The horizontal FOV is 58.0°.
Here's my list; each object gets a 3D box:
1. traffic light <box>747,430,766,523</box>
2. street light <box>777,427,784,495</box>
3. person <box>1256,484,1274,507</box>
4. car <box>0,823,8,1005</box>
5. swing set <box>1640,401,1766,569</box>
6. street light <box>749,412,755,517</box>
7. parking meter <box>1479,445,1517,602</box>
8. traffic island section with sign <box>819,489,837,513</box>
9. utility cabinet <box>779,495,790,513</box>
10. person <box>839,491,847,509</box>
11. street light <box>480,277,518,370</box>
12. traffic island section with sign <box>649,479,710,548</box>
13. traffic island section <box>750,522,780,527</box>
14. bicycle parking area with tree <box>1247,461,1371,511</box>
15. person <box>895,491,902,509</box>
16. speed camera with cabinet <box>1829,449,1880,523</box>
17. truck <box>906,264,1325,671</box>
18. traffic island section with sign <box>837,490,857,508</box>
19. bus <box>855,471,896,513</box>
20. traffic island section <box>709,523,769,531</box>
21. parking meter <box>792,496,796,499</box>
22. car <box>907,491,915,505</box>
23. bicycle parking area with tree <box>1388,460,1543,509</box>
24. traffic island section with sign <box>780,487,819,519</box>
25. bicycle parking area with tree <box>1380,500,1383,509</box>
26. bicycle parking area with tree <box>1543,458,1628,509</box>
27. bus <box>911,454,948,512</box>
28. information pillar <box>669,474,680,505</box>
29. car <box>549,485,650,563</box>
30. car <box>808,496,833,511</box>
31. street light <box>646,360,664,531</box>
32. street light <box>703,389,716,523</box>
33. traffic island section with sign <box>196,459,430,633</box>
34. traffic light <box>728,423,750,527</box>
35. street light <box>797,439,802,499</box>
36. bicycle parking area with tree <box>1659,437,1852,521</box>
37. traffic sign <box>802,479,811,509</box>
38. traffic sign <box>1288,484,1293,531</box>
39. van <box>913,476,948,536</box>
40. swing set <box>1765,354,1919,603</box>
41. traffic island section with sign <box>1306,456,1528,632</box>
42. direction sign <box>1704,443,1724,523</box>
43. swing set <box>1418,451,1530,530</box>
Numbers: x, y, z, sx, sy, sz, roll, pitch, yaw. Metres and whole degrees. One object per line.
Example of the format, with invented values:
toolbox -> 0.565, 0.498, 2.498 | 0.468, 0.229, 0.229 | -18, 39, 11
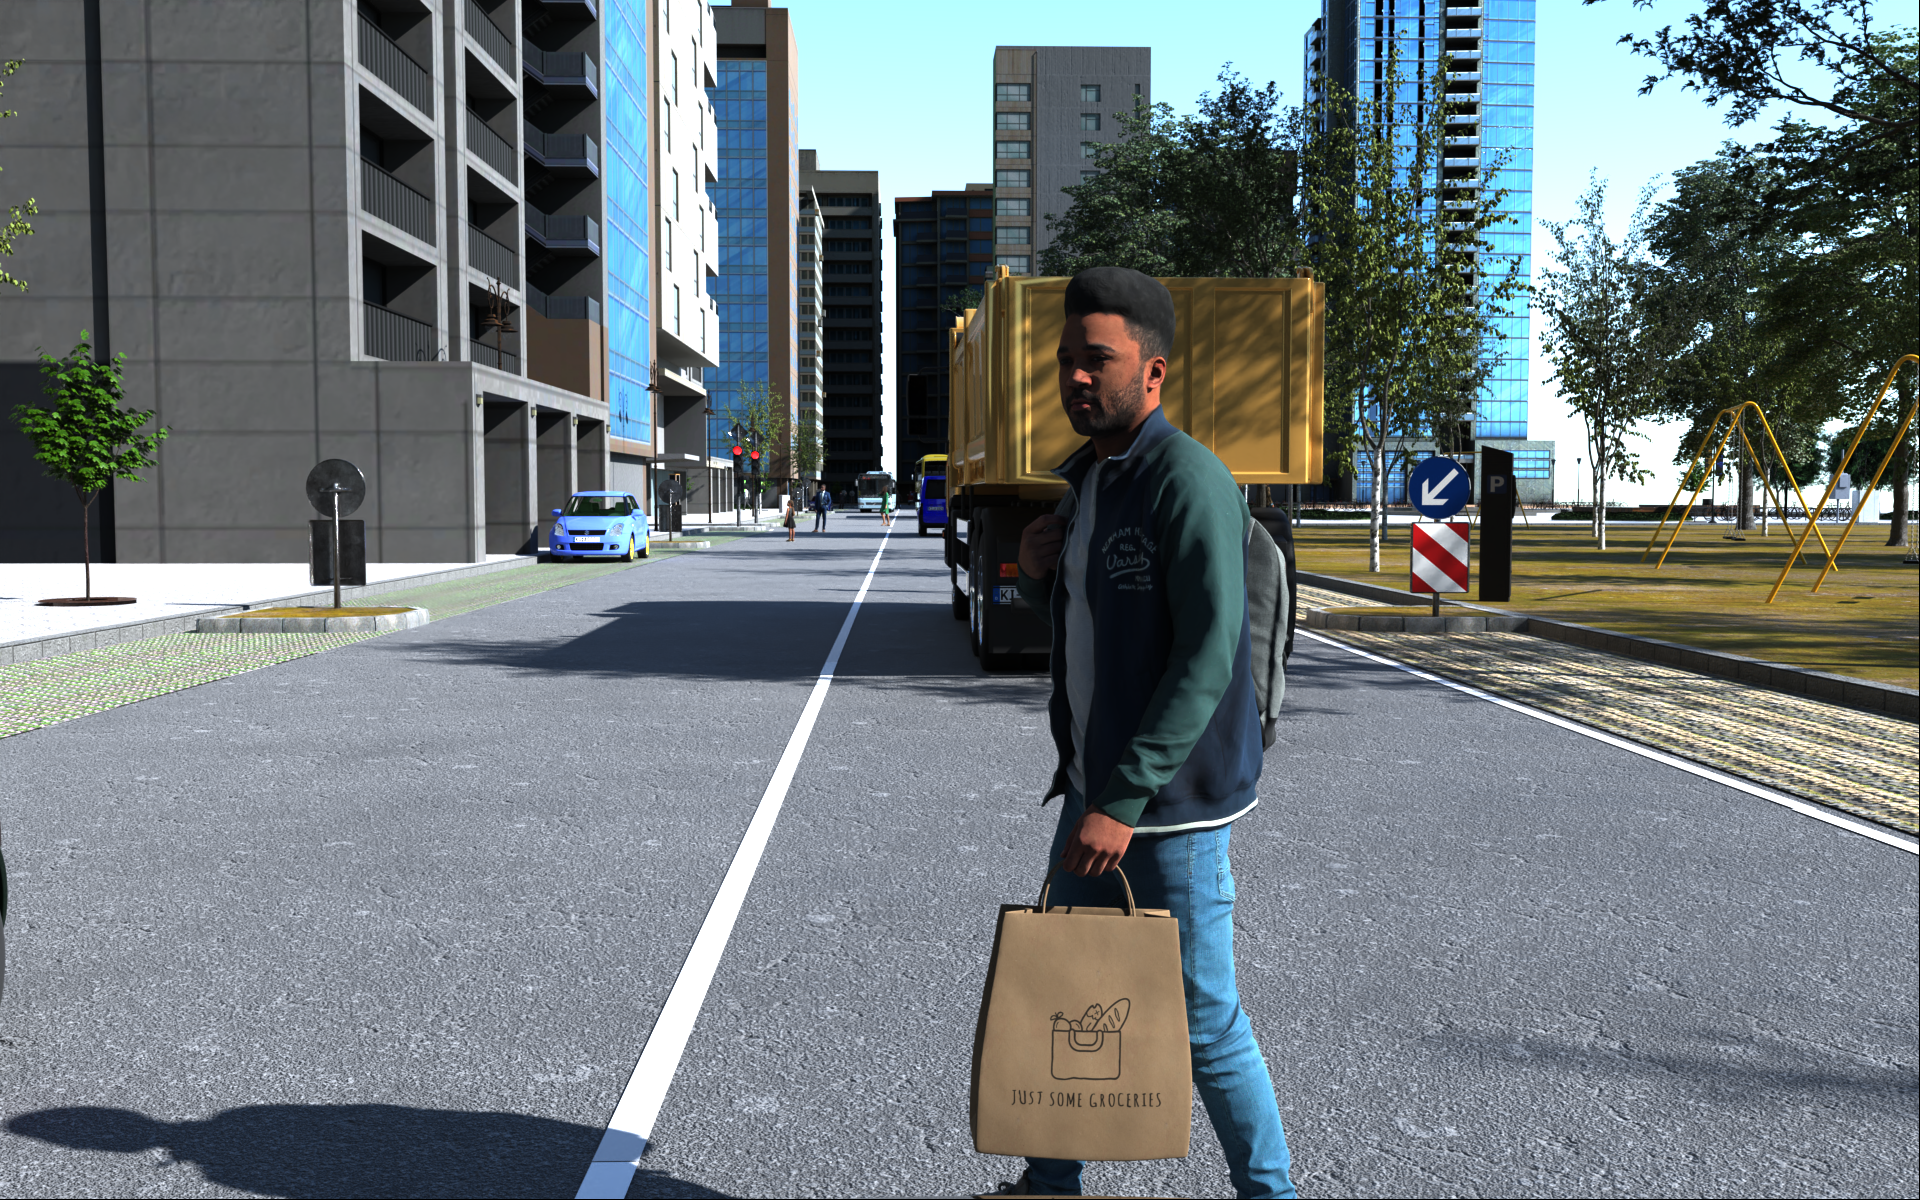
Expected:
traffic light -> -8.959, -5.337, 76.175 | 0.839, 4.253, 0.868 | 0, 4, -2
street light -> -12.440, -9.012, 120.132 | 0.468, 5.910, 1.993 | 0, 4, -2
person -> 10.482, -3.279, 59.559 | 0.656, 1.842, 0.836 | 1, 4, 18
car -> -3.149, 0.444, 2.527 | 2.009, 1.686, 4.222 | 0, 4, -1
swing set -> 13.766, -2.029, 30.788 | 2.862, 2.851, 3.119 | 1, 4, 17
street light -> -11.754, -7.673, 98.242 | 0.468, 5.910, 1.993 | 0, 4, -2
parking meter -> 6.425, -0.916, 20.684 | 0.399, 1.863, 0.255 | 1, 4, 21
traffic island section with sign -> -10.317, -7.328, 128.436 | 1.989, 1.847, 2.006 | 0, 4, -2
utility cabinet -> -12.024, -6.578, 118.713 | 0.306, 1.237, 1.020 | 2, 4, 26
person -> -11.150, -9.482, 164.329 | 0.742, 1.727, 0.445 | -2, 4, -29
street light -> -9.821, -3.929, 37.028 | 0.468, 5.910, 1.993 | 0, 4, -2
traffic island section with sign -> -7.730, -2.301, 46.250 | 1.989, 1.847, 2.006 | 0, 4, -2
traffic island section -> -9.000, -3.304, 76.308 | 2.009, 0.180, 2.903 | 0, 4, -2
bicycle parking area with tree -> 26.610, -9.043, 134.854 | 9.016, 4.147, 8.231 | 0, 4, 0
person -> -6.009, -9.648, 166.798 | 0.990, 1.755, 0.434 | 1, 4, 16
speed camera with cabinet -> 39.746, -5.053, 76.958 | 2.038, 3.252, 0.660 | 0, 4, -3
truck -> 1.241, -1.332, 17.705 | 3.469, 3.379, 9.791 | 0, 4, -3
traffic island section with sign -> -11.878, -10.361, 178.027 | 1.989, 1.847, 2.006 | 0, 4, -2
bus -> -6.482, -8.629, 135.946 | 2.948, 3.499, 13.247 | 0, 4, -1
traffic island section -> -8.749, -2.816, 68.327 | 2.009, 0.180, 2.903 | 0, 4, -2
parking meter -> -12.589, -7.548, 131.818 | 0.372, 1.533, 0.369 | 0, 3, 0
car -> -5.746, -13.216, 224.746 | 2.281, 1.827, 5.304 | 0, 4, -2
bicycle parking area with tree -> 39.783, -9.148, 136.573 | 8.231, 4.147, 9.016 | 3, 5, 44
traffic island section with sign -> -9.466, -5.678, 101.455 | 1.989, 1.847, 2.006 | 0, 4, -2
bicycle parking area with tree -> 37.042, -9.885, 148.619 | 9.016, 4.147, 8.231 | -2, 4, -35
bicycle parking area with tree -> 48.999, -9.394, 140.599 | 9.016, 4.147, 8.231 | 1, 4, 10
bus -> -1.341, -7.036, 106.583 | 2.896, 3.916, 12.252 | 0, 4, -4
information pillar -> -10.463, -3.608, 63.477 | 0.304, 2.012, 0.304 | 1, 4, 20
car -> -7.707, -1.686, 37.154 | 1.945, 1.707, 3.694 | 0, 4, -3
car -> -10.637, -7.328, 132.400 | 1.945, 1.354, 3.894 | 0, 4, -1
street light -> -10.512, -5.319, 59.758 | 0.468, 5.910, 1.993 | 0, 4, -2
street light -> -11.044, -6.334, 76.353 | 0.468, 5.910, 1.993 | 0, 4, -2
traffic island section with sign -> -6.863, -0.615, 18.685 | 1.989, 1.847, 2.006 | 0, 4, -2
traffic light -> -8.709, -4.849, 68.194 | 0.839, 4.253, 0.868 | 0, 4, -2
street light -> -13.130, -10.351, 142.021 | 0.468, 5.910, 1.993 | 0, 4, -2
bicycle parking area with tree -> 39.596, -6.024, 85.494 | 9.016, 4.147, 8.231 | 1, 4, 17
traffic sign -> -12.833, -8.859, 144.946 | 0.768, 2.556, 0.104 | 0, 4, 1
traffic sign -> 6.125, -1.957, 32.099 | 0.768, 2.556, 0.104 | 0, 4, 6
van -> -0.505, -3.426, 60.391 | 2.240, 2.365, 5.245 | 0, 4, -2
swing set -> 11.543, -1.413, 20.720 | 2.862, 2.851, 3.119 | 3, 4, 36
traffic island section with sign -> 4.853, -0.621, 18.784 | 1.989, 1.847, 2.006 | 0, 4, -2
direction sign -> 33.346, -5.178, 76.653 | 0.876, 3.537, 0.379 | -1, 4, -9
swing set -> 18.951, -4.041, 63.685 | 2.862, 2.851, 3.119 | -2, 4, -28
